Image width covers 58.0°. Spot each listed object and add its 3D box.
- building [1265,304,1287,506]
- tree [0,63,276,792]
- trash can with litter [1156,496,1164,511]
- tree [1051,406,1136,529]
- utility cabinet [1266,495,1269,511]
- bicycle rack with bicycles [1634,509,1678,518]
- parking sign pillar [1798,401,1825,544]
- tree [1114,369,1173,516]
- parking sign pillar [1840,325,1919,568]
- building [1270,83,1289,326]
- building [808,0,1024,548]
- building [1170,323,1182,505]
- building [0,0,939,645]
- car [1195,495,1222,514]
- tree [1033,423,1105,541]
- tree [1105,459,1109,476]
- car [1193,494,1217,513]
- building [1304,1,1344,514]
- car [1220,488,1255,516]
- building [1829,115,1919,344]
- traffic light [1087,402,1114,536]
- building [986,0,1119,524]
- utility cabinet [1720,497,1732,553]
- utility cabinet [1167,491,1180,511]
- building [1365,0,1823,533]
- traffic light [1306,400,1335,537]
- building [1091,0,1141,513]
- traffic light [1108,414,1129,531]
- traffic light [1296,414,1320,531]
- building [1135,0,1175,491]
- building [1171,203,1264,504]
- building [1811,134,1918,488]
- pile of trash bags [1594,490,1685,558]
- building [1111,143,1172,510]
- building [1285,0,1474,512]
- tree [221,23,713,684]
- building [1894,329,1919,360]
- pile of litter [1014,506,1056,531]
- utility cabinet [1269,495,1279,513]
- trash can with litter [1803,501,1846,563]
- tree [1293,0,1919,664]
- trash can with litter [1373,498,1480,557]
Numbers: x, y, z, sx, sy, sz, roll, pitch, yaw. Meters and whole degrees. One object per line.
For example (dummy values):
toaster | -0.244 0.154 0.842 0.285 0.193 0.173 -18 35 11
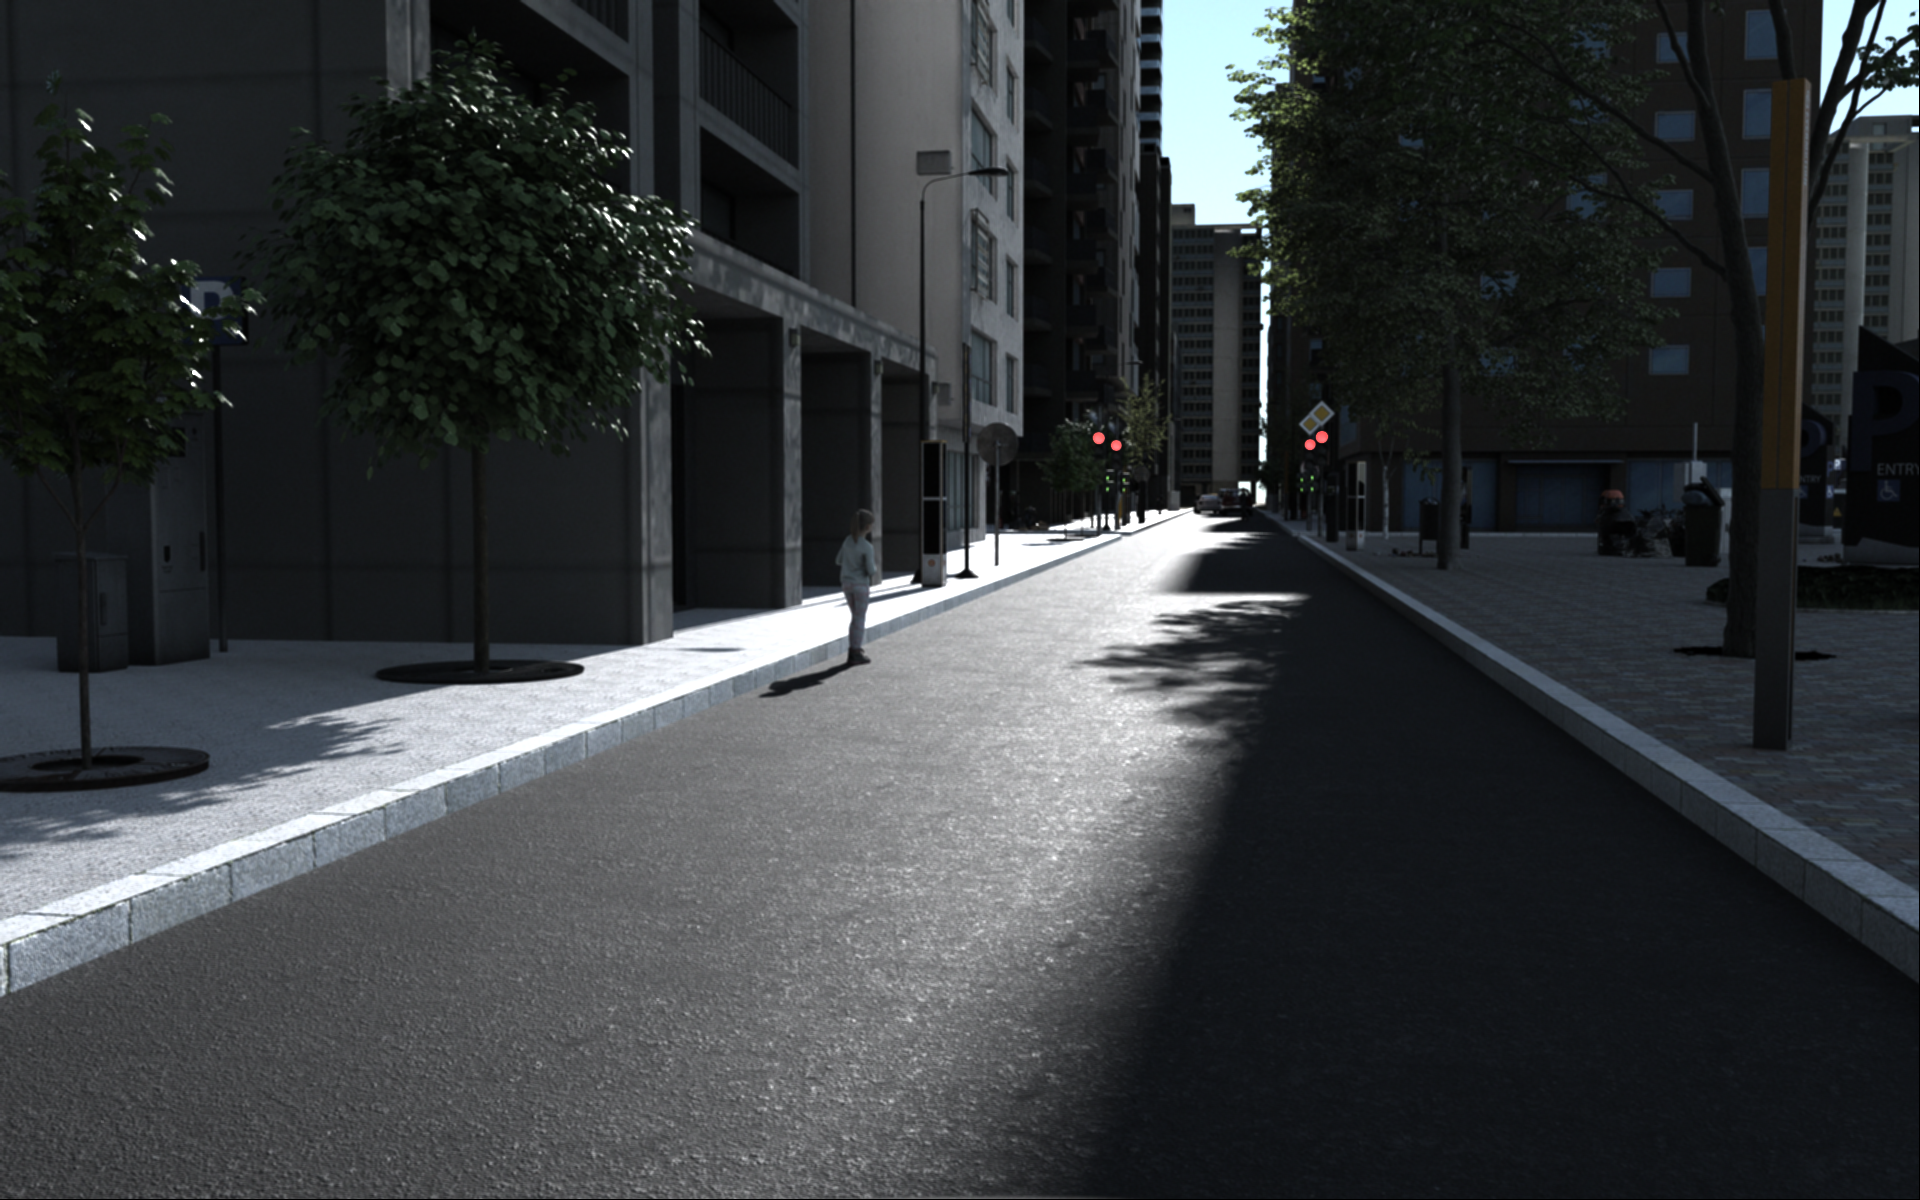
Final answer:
building | 44.432 -19.892 170.277 27.650 21.520 28.899 1 4 9
tree | -4.076 -0.818 7.974 1.663 3.219 1.824 0 3 0
trash can with litter | 15.202 -7.401 132.385 0.624 1.170 1.055 -1 4 -11
tree | 5.014 -4.959 64.793 4.285 4.588 4.351 0 3 0
utility cabinet | 23.463 -7.328 130.982 0.306 1.237 1.020 -1 4 -9
bicycle rack with bicycles | 16.566 -1.672 40.713 2.852 0.926 2.925 -1 4 -15
parking sign pillar | 21.981 -3.457 44.988 1.447 3.967 1.447 -2 4 -35
tree | 10.613 -9.352 103.271 4.360 8.622 3.978 0 3 0
parking sign pillar | 14.690 -2.369 27.200 1.447 3.967 1.447 -3 4 -38
building | 45.890 -34.926 194.736 21.300 48.544 21.600 1 4 9
building | -5.684 -22.059 44.266 14.086 41.232 14.154 1 4 9
building | 10.431 -21.636 198.783 28.899 21.520 27.650 1 4 9
building | -11.159 -35.841 24.246 20.563 71.187 20.611 1 4 9
car | 18.148 -6.941 125.845 2.083 1.381 4.827 0 4 8
tree | 2.926 -3.234 47.471 1.663 3.219 1.824 0 3 0
tree | 3.694 -3.481 51.513 1.663 3.219 1.824 0 3 0
car | 18.775 -7.493 132.302 2.009 1.686 4.222 1 4 10
building | 33.017 -27.770 108.662 22.147 44.769 28.867 1 4 9
car | 18.403 -6.492 114.821 2.281 1.827 5.304 1 4 10
building | 102.663 -30.939 189.447 14.086 41.232 14.154 1 4 9
traffic light | 4.282 -3.919 52.992 0.839 4.253 0.868 1 4 9
building | -3.694 -26.384 86.006 22.147 44.769 28.867 1 4 9
utility cabinet | 16.440 -1.623 37.698 1.020 1.237 0.306 -1 4 -20
utility cabinet | 15.696 -7.256 127.322 0.318 1.500 1.173 3 5 42
building | 21.526 -25.232 62.658 14.200 45.320 14.600 1 4 9
traffic light | 10.815 -3.857 51.981 0.839 4.253 0.868 1 4 9
building | -1.361 -32.582 121.955 28.713 52.752 27.495 1 4 9
traffic light | 5.526 -4.401 60.880 0.839 4.253 0.868 1 4 9
traffic light | 12.060 -4.339 59.869 0.839 4.253 0.868 1 4 9
building | 9.587 -52.104 164.579 22.319 86.520 31.000 1 4 9
building | 28.911 -33.203 234.747 23.993 40.220 32.217 1 4 9
building | 82.486 -30.084 183.753 23.993 40.220 32.217 1 4 9
pile of trash bags | 14.293 -1.634 36.469 1.912 1.369 3.447 0 4 -4
building | 10.136 -22.726 143.274 14.160 30.474 14.107 1 4 9
building | 35.374 -30.505 148.865 14.600 45.320 14.200 1 4 9
tree | -3.505 -1.745 12.246 4.285 4.588 4.351 0 3 0
building | 52.490 -45.789 61.319 31.000 86.520 22.319 1 4 9
pile of litter | 2.644 -2.894 61.275 1.719 0.858 1.176 -1 4 -15
utility cabinet | 21.480 -6.529 117.912 0.306 1.237 1.020 1 4 20
trash can with litter | 16.885 -1.332 32.840 1.678 1.210 2.233 1 4 15
tree | 6.358 -5.366 13.492 9.928 11.665 9.643 0 3 0
trash can with litter | 9.519 -1.515 35.825 1.678 1.210 2.233 -2 4 -27
